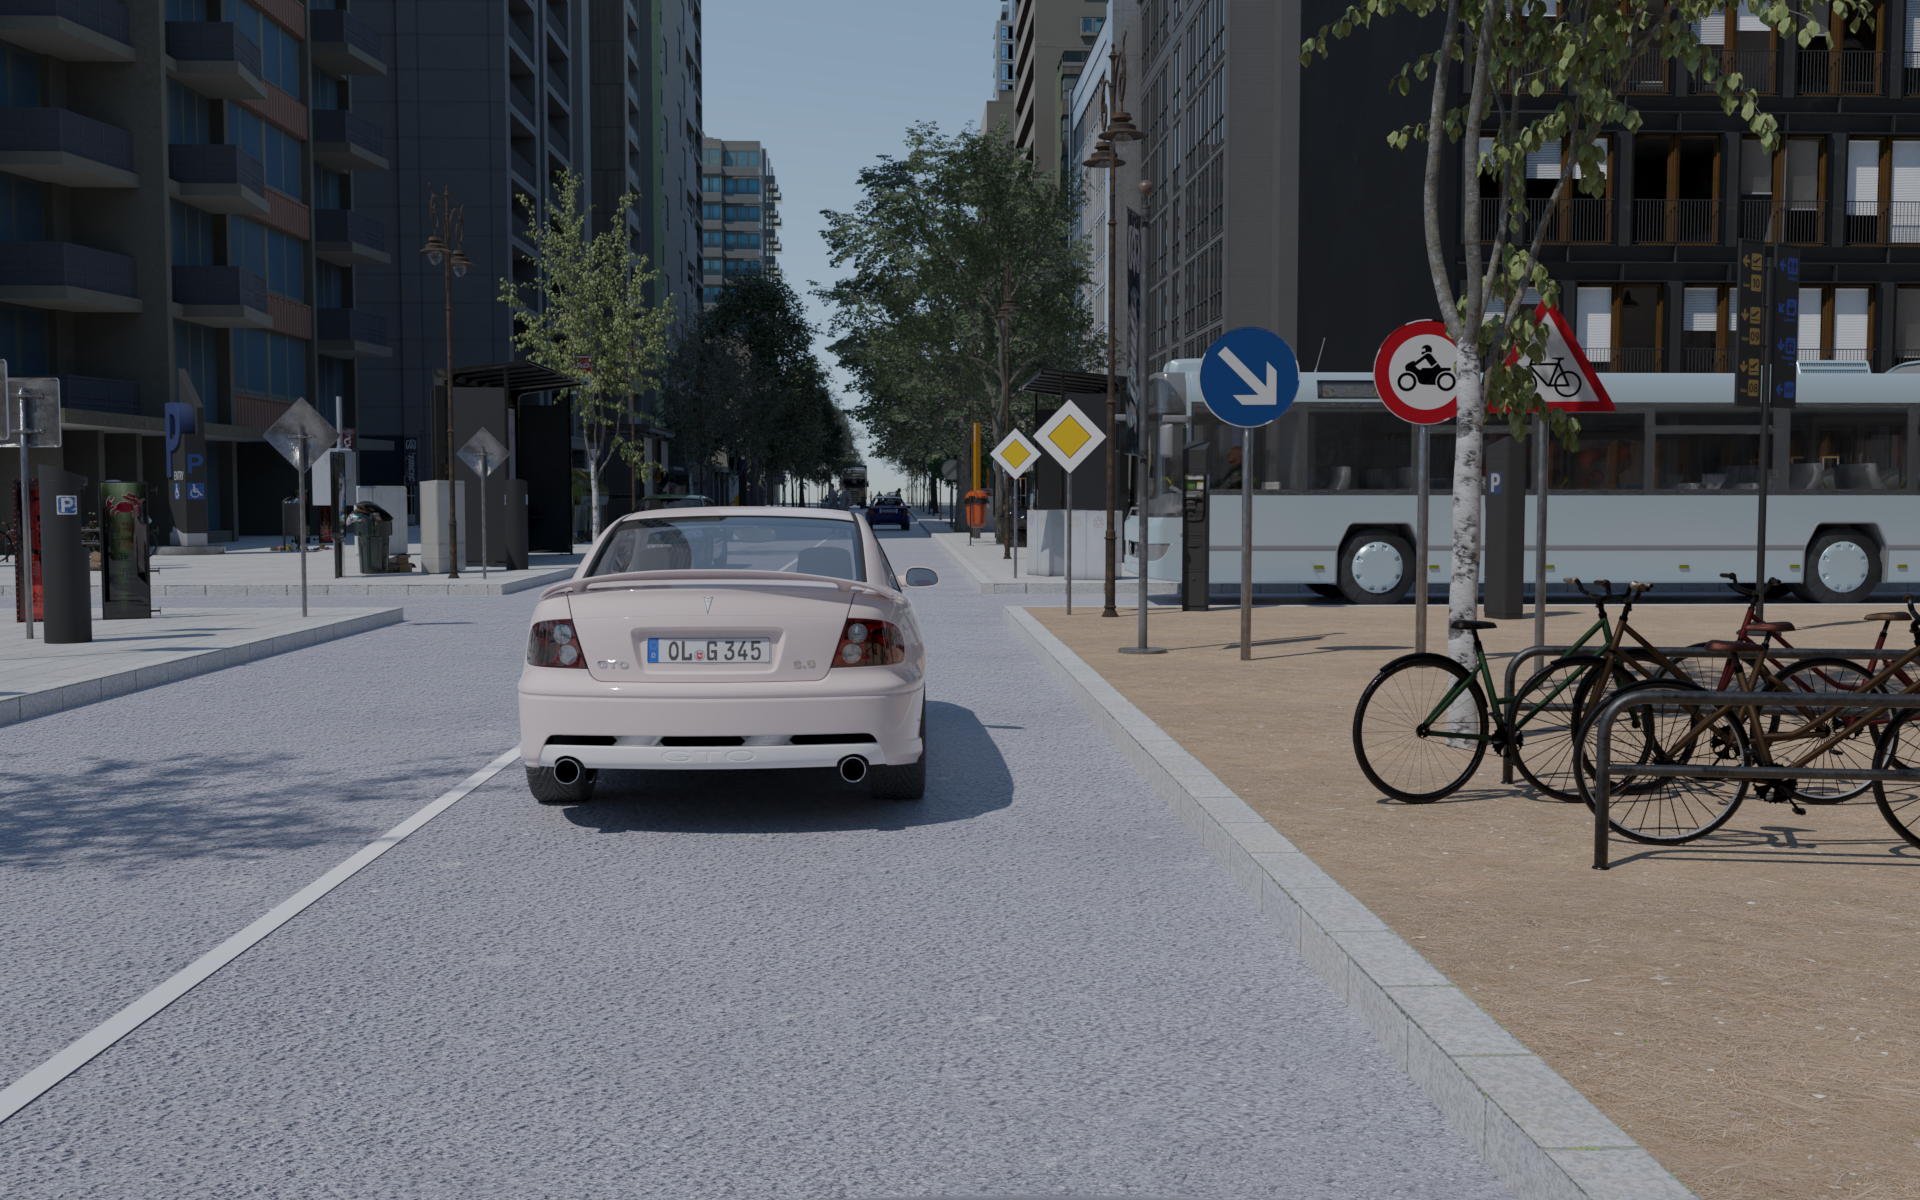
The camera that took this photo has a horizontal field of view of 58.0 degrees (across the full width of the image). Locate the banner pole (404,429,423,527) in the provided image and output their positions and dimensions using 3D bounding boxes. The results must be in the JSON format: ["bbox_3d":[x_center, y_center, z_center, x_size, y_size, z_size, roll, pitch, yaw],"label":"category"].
[{"bbox_3d":[-20.980,-4.696,66.789,0.863,3.779,0.401,-1,4,-17],"label":"banner pole"}]

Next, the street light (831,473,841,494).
[{"bbox_3d":[-14.524,-14.053,202.547,0.468,5.910,1.993,0,4,-2],"label":"street light"}]

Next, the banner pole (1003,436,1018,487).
[{"bbox_3d":[2.090,-5.058,72.714,0.863,3.779,0.401,2,4,25],"label":"banner pole"}]

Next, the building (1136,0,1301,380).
[{"bbox_3d":[15.707,-16.902,69.854,14.314,27.812,24.014,0,4,-2],"label":"building"}]

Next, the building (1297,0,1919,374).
[{"bbox_3d":[17.137,-12.866,40.043,15.834,23.373,12.332,0,4,-2],"label":"building"}]

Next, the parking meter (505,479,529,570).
[{"bbox_3d":[-7.503,-1.278,29.307,0.372,1.533,0.369,0,3,0],"label":"parking meter"}]

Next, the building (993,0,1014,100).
[{"bbox_3d":[13.221,-56.112,230.094,22.319,86.520,31.000,0,4,-2],"label":"building"}]

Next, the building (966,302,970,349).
[{"bbox_3d":[7.429,-29.505,254.109,14.160,30.474,14.107,0,4,-2],"label":"building"}]

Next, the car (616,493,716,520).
[{"bbox_3d":[-5.469,-1.423,33.057,2.009,1.686,4.222,0,4,-1],"label":"car"}]

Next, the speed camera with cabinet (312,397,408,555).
[{"bbox_3d":[-12.445,-2.545,35.939,0.660,3.252,2.038,2,4,28],"label":"speed camera with cabinet"}]

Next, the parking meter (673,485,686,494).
[{"bbox_3d":[-8.112,-2.551,50.113,0.372,1.533,0.369,0,3,0],"label":"parking meter"}]

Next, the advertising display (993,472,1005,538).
[{"bbox_3d":[1.196,-2.792,50.856,0.123,1.923,0.974,1,4,22],"label":"advertising display"}]

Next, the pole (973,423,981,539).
[{"bbox_3d":[0.489,-3.417,49.717,0.158,3.312,0.155,0,3,0],"label":"pole"}]

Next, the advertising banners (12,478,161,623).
[{"bbox_3d":[-9.161,-1.291,17.291,2.074,3.025,0.090,-2,4,-28],"label":"advertising banners"}]

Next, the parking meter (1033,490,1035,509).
[{"bbox_3d":[3.731,-4.617,83.896,0.372,1.533,0.369,0,3,0],"label":"parking meter"}]

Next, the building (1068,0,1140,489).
[{"bbox_3d":[12.740,-16.744,91.779,12.078,24.808,19.932,0,4,-2],"label":"building"}]

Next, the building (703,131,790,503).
[{"bbox_3d":[-35.619,-37.661,235.369,23.786,49.044,30.456,0,4,-2],"label":"building"}]

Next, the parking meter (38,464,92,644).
[{"bbox_3d":[-7.717,-0.400,14.943,0.372,1.533,0.369,0,3,0],"label":"parking meter"}]

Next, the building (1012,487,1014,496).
[{"bbox_3d":[20.518,-28.501,157.878,32.217,40.220,23.993,0,4,-2],"label":"building"}]

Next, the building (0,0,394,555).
[{"bbox_3d":[-29.185,-24.028,47.482,22.147,44.769,28.867,0,4,-2],"label":"building"}]

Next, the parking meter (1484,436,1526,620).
[{"bbox_3d":[5.602,-0.741,17.820,0.255,1.863,0.399,-1,4,-16],"label":"parking meter"}]

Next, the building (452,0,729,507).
[{"bbox_3d":[-31.008,-43.599,151.090,20.563,71.187,20.611,0,4,-2],"label":"building"}]

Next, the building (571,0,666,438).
[{"bbox_3d":[-26.311,-25.920,107.387,14.154,41.232,14.086,0,4,-2],"label":"building"}]

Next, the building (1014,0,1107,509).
[{"bbox_3d":[15.566,-31.251,134.660,21.300,48.544,21.600,0,4,-2],"label":"building"}]

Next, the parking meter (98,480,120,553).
[{"bbox_3d":[-14.934,-1.349,30.469,0.372,1.533,0.369,0,3,0],"label":"parking meter"}]

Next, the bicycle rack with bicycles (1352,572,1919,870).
[{"bbox_3d":[3.041,0.402,6.813,2.925,0.926,2.852,1,4,9],"label":"bicycle rack with bicycles"}]

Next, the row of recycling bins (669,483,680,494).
[{"bbox_3d":[-10.730,-3.328,61.528,1.069,1.692,3.534,0,4,7],"label":"row of recycling bins"}]

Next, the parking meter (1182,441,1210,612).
[{"bbox_3d":[2.590,-0.813,19.005,0.255,1.863,0.399,1,4,16],"label":"parking meter"}]

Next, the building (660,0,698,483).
[{"bbox_3d":[-34.094,-32.921,127.499,28.713,52.752,27.495,0,4,-2],"label":"building"}]

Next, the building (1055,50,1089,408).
[{"bbox_3d":[13.198,-21.117,116.970,14.160,30.474,14.107,0,4,-2],"label":"building"}]

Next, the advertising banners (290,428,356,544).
[{"bbox_3d":[-16.614,-3.003,45.292,0.090,3.025,2.074,2,4,31],"label":"advertising banners"}]

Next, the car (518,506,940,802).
[{"bbox_3d":[-1.136,0.177,9.474,2.083,1.381,4.827,0,4,-2],"label":"car"}]

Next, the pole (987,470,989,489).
[{"bbox_3d":[1.487,-6.132,94.104,0.158,3.312,0.155,0,3,0],"label":"pole"}]

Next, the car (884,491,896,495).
[{"bbox_3d":[-9.611,-14.517,246.022,2.281,1.827,5.304,0,4,-3],"label":"car"}]

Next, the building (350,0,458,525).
[{"bbox_3d":[-26.918,-39.218,79.467,20.563,71.187,20.611,0,4,-2],"label":"building"}]

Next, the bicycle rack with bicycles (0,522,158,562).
[{"bbox_3d":[-17.095,-1.231,33.509,2.925,0.926,2.852,-1,4,-13],"label":"bicycle rack with bicycles"}]

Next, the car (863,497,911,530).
[{"bbox_3d":[-2.939,-3.502,69.843,1.945,1.354,3.894,0,4,-4],"label":"car"}]

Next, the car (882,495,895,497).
[{"bbox_3d":[-5.640,-7.701,138.499,1.945,1.354,3.894,0,4,-3],"label":"car"}]

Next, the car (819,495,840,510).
[{"bbox_3d":[-8.939,-6.772,122.729,2.014,1.417,4.499,0,4,-1],"label":"car"}]

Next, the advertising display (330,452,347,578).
[{"bbox_3d":[-9.580,-1.315,26.710,0.123,1.923,0.974,-1,4,-13],"label":"advertising display"}]

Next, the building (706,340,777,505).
[{"bbox_3d":[-36.513,-22.089,206.200,27.650,21.520,28.899,0,4,-2],"label":"building"}]

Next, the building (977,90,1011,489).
[{"bbox_3d":[13.208,-35.545,204.854,21.300,48.544,21.600,0,4,-2],"label":"building"}]

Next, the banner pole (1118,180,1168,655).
[{"bbox_3d":[1.406,-1.449,13.704,0.401,3.779,0.863,1,4,19],"label":"banner pole"}]

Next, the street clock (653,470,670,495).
[{"bbox_3d":[-8.806,-2.849,51.152,0.471,2.002,0.358,0,4,-7],"label":"street clock"}]
